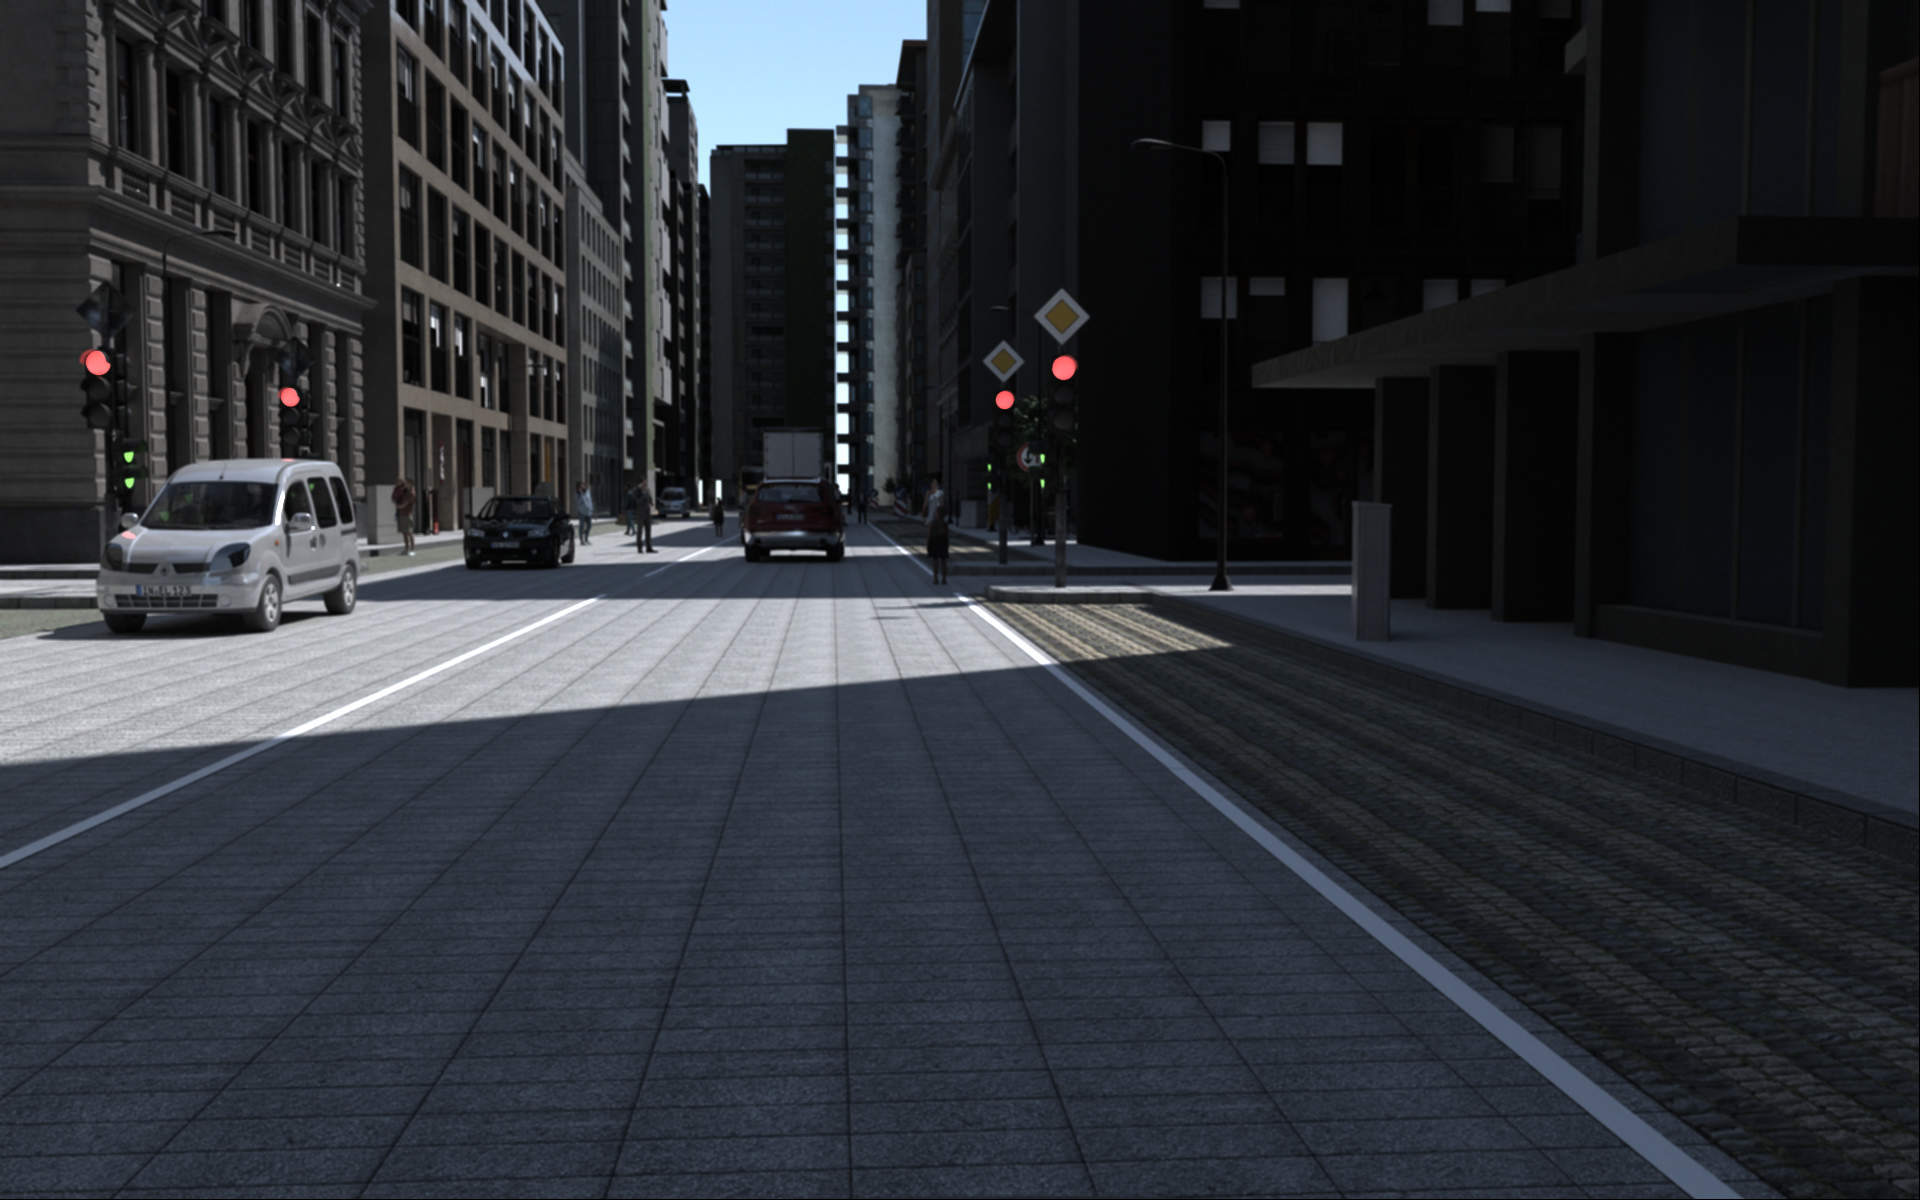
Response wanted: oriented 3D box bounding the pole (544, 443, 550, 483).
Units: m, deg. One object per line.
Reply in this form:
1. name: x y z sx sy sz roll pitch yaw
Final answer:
1. pole: -16.629 -4.647 69.817 0.158 3.312 0.155 0 3 0

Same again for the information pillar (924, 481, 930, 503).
1. information pillar: -1.813 -5.555 95.311 0.304 2.012 0.304 0 4 5

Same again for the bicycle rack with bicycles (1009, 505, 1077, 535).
1. bicycle rack with bicycles: 2.815 -2.555 55.157 2.925 0.926 2.852 -2 4 -30

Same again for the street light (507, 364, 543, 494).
1. street light: -15.553 -5.464 61.872 1.470 5.913 1.316 0 4 -4

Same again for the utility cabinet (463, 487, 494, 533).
1. utility cabinet: -15.820 -2.948 56.884 0.318 1.500 1.173 2 4 24

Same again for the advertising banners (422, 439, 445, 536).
1. advertising banners: -16.496 -3.558 54.367 0.090 3.025 2.074 0 4 2

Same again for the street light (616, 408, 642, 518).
1. street light: -17.802 -7.383 93.255 1.470 5.913 1.316 0 4 -4

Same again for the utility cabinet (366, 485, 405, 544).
1. utility cabinet: -14.627 -2.168 44.121 0.318 1.500 1.173 1 4 18

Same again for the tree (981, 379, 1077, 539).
1. tree: 2.324 -4.027 49.559 4.285 4.588 4.351 0 3 0

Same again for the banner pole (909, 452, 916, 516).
1. banner pole: -2.777 -6.905 102.909 0.401 3.779 0.863 -1 4 -19

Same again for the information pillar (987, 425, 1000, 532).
1. information pillar: 1.151 -4.150 59.211 0.504 3.616 0.183 -3 5 -45

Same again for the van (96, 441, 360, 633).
1. van: -8.031 -0.749 19.253 2.013 2.044 4.112 0 4 -3

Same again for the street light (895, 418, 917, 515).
1. street light: -3.248 -8.170 106.122 1.470 5.913 1.316 0 4 -4

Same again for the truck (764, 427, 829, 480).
1. truck: -7.384 -5.472 78.378 2.839 4.237 11.283 0 4 -4

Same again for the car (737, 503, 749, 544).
1. car: -5.527 -2.408 51.164 2.131 1.459 4.920 0 4 -6

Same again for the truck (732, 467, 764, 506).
1. truck: -14.407 -7.894 124.987 3.469 3.379 9.791 0 4 -3

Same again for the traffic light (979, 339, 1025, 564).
1. traffic light: 0.772 -2.614 31.653 0.839 4.253 0.868 0 4 -4

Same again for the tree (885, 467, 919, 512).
1. tree: -3.939 -7.884 123.498 1.663 3.219 1.824 0 3 0

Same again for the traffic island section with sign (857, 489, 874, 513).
1. traffic island section with sign: -6.720 -7.624 133.287 1.989 1.847 2.006 0 4 -4

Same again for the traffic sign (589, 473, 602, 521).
1. traffic sign: -17.432 -4.935 82.811 0.606 2.300 0.079 0 4 3

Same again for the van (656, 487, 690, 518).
1. van: -17.023 -5.878 103.118 2.013 2.044 4.112 0 4 -5

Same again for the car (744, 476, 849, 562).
1. car: -3.598 -1.805 38.191 2.281 1.827 5.304 0 4 -2

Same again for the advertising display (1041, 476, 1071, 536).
1. advertising display: 2.915 -2.945 53.365 0.974 1.923 0.123 1 4 9

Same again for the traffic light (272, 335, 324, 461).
1. traffic light: -11.754 -2.556 30.712 0.839 4.253 0.868 0 4 -4

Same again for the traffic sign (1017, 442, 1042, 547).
1. traffic sign: 1.744 -2.543 41.684 0.768 2.556 0.104 0 4 -1

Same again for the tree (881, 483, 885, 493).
1. tree: -6.605 -10.185 161.127 1.663 3.219 1.824 0 3 0

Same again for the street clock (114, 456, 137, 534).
1. street clock: -14.886 -1.608 30.853 0.471 2.002 0.358 2 4 29

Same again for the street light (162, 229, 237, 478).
1. street light: -13.381 -3.544 30.482 1.470 5.913 1.316 0 4 -4

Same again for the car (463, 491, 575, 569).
1. car: -8.724 -1.508 34.448 2.009 1.686 4.222 0 4 -6

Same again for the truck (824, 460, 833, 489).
1. truck: -12.071 -9.626 146.293 2.839 4.237 11.283 0 4 -5

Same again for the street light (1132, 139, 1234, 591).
1. street light: 2.947 -3.080 22.892 1.470 5.913 1.316 0 4 -4

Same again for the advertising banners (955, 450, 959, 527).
1. advertising banners: -0.119 -4.394 68.035 0.090 3.025 2.074 0 4 -2

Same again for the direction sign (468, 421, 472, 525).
1. direction sign: -15.279 -3.796 54.068 0.379 3.537 0.876 -1 4 -20

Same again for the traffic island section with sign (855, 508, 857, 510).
1. traffic island section with sign: -8.715 -9.269 160.169 1.989 1.847 2.006 0 4 -4

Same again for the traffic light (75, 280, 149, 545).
1. traffic light: -11.163 -2.069 22.749 0.839 4.253 0.868 0 4 -4

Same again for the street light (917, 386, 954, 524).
1. street light: -0.964 -6.239 74.550 1.470 5.913 1.316 0 4 -4

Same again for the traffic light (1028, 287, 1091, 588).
1. traffic light: 1.363 -2.127 23.690 0.839 4.253 0.868 0 4 -4

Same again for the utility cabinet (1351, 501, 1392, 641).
1. utility cabinet: 3.696 -0.269 15.556 0.306 1.237 1.020 1 4 10

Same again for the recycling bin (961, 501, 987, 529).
1. recycling bin: 0.532 -3.196 64.815 0.722 1.027 0.722 3 4 37

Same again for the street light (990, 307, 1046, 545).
1. street light: 1.442 -4.320 43.178 1.470 5.913 1.316 0 4 -4

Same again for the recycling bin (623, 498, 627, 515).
1. recycling bin: -20.024 -5.667 105.202 0.722 1.027 0.722 -3 5 -40
